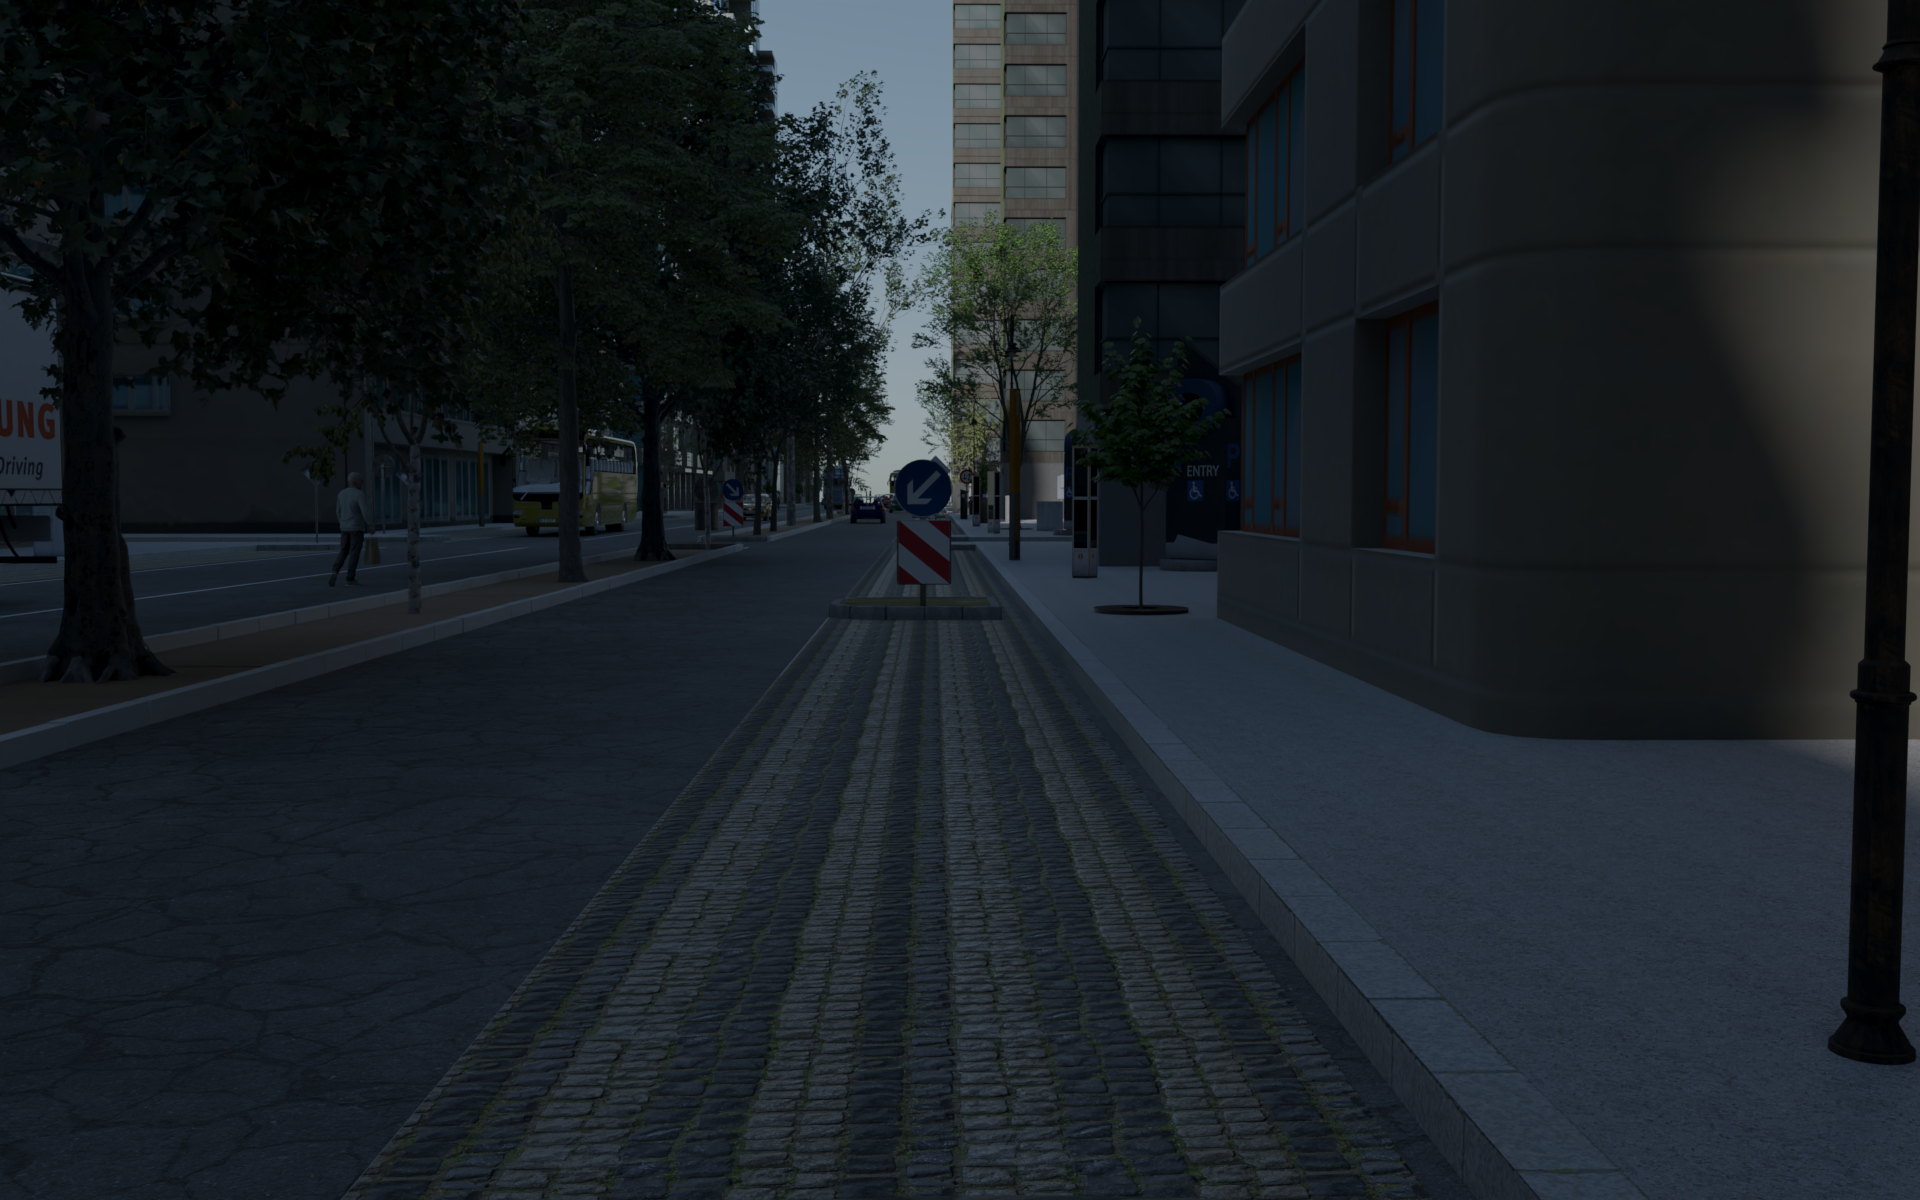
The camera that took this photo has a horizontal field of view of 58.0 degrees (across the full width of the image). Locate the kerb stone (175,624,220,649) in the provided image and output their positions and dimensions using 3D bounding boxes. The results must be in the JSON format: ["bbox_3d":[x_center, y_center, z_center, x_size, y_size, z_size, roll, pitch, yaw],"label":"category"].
[{"bbox_3d":[-7.286,0.361,16.371,0.120,0.150,1.000,0,4,-1],"label":"kerb stone"}]

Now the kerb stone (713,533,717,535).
[{"bbox_3d":[-7.915,-1.997,54.879,0.120,0.150,1.000,0,4,-1],"label":"kerb stone"}]

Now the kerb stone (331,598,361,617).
[{"bbox_3d":[-7.346,0.105,20.484,0.120,0.150,1.000,0,4,-1],"label":"kerb stone"}]

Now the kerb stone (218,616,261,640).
[{"bbox_3d":[-7.298,0.294,17.393,0.120,0.150,1.000,0,4,-1],"label":"kerb stone"}]

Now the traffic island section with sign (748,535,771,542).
[{"bbox_3d":[-6.833,-2.728,52.736,2.006,1.907,1.989,0,4,-1],"label":"traffic island section with sign"}]

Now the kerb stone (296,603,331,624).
[{"bbox_3d":[-7.332,0.168,19.456,0.120,0.150,1.000,0,4,-1],"label":"kerb stone"}]

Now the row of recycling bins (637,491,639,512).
[{"bbox_3d":[-24.085,-7.076,122.805,3.534,1.692,1.069,3,5,41],"label":"row of recycling bins"}]

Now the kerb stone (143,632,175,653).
[{"bbox_3d":[-7.265,0.419,15.348,0.120,0.150,1.000,0,4,-1],"label":"kerb stone"}]

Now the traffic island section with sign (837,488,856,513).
[{"bbox_3d":[-8.069,-7.323,127.865,2.006,1.907,1.989,0,4,-1],"label":"traffic island section with sign"}]

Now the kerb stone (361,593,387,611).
[{"bbox_3d":[-7.369,0.044,21.507,0.120,0.150,1.000,0,4,-1],"label":"kerb stone"}]

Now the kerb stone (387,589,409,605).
[{"bbox_3d":[-7.388,-0.015,22.533,0.120,0.150,1.000,0,4,-1],"label":"kerb stone"}]

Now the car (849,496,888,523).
[{"bbox_3d":[-4.539,-4.473,85.720,1.945,1.354,3.894,0,4,-2],"label":"car"}]

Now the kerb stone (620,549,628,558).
[{"bbox_3d":[-7.655,-1.019,38.907,0.120,0.150,1.000,0,4,-1],"label":"kerb stone"}]

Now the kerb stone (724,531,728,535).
[{"bbox_3d":[-7.964,-2.183,57.948,0.120,0.150,1.000,0,4,-1],"label":"kerb stone"}]

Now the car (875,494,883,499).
[{"bbox_3d":[-12.727,-15.935,272.539,2.014,1.417,4.499,0,4,-2],"label":"car"}]

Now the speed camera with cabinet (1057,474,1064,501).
[{"bbox_3d":[5.723,-5.422,82.987,2.038,3.252,0.660,1,4,16],"label":"speed camera with cabinet"}]

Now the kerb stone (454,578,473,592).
[{"bbox_3d":[-7.437,-0.202,25.603,0.120,0.150,1.000,0,4,-1],"label":"kerb stone"}]

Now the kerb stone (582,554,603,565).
[{"bbox_3d":[-7.604,-0.830,35.841,0.120,0.150,1.000,0,4,-1],"label":"kerb stone"}]

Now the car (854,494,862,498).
[{"bbox_3d":[-12.931,-12.705,216.525,1.959,1.807,4.718,0,4,-2],"label":"car"}]

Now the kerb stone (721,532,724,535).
[{"bbox_3d":[-7.948,-2.124,56.926,0.120,0.150,1.000,0,4,-1],"label":"kerb stone"}]

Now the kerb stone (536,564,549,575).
[{"bbox_3d":[-7.511,-0.519,30.716,0.120,0.150,1.000,0,4,-1],"label":"kerb stone"}]

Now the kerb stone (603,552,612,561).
[{"bbox_3d":[-7.618,-0.897,36.862,0.120,0.150,1.000,0,4,-1],"label":"kerb stone"}]

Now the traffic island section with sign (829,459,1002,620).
[{"bbox_3d":[-0.536,-0.725,20.484,1.989,1.847,2.006,0,4,-1],"label":"traffic island section with sign"}]

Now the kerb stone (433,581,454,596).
[{"bbox_3d":[-7.421,-0.144,24.578,0.120,0.150,1.000,0,4,-1],"label":"kerb stone"}]

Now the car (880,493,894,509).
[{"bbox_3d":[-5.841,-8.416,146.635,2.155,1.783,4.494,0,4,-2],"label":"car"}]

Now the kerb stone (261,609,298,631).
[{"bbox_3d":[-7.320,0.233,18.424,0.120,0.150,1.000,0,4,-1],"label":"kerb stone"}]

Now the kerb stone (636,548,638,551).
[{"bbox_3d":[-7.684,-1.147,40.957,0.120,0.150,1.000,0,4,-1],"label":"kerb stone"}]

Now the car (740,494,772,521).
[{"bbox_3d":[-11.150,-5.120,93.927,2.015,1.641,3.980,0,3,0],"label":"car"}]

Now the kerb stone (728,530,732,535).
[{"bbox_3d":[-7.978,-2.250,58.975,0.120,0.150,1.000,0,4,-1],"label":"kerb stone"}]

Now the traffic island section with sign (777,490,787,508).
[{"bbox_3d":[-18.902,-10.462,179.679,1.989,1.847,2.006,0,4,-1],"label":"traffic island section with sign"}]

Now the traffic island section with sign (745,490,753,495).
[{"bbox_3d":[-18.452,-8.745,151.610,1.989,1.847,2.006,0,4,-1],"label":"traffic island section with sign"}]

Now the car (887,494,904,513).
[{"bbox_3d":[-4.488,-7.364,132.194,2.131,1.459,4.920,0,4,-1],"label":"car"}]

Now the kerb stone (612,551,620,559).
[{"bbox_3d":[-7.633,-0.960,37.885,0.120,0.150,1.000,0,4,-1],"label":"kerb stone"}]

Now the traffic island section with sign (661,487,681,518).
[{"bbox_3d":[-17.655,-5.758,102.771,1.989,1.847,2.006,0,4,-1],"label":"traffic island section with sign"}]

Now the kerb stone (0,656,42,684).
[{"bbox_3d":[-7.235,0.546,13.304,0.120,0.150,1.000,0,4,-1],"label":"kerb stone"}]

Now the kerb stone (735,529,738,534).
[{"bbox_3d":[-8.018,-2.375,61.030,0.120,0.150,1.000,0,4,-1],"label":"kerb stone"}]

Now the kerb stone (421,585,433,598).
[{"bbox_3d":[-7.406,-0.083,23.555,0.120,0.150,1.000,0,4,-1],"label":"kerb stone"}]

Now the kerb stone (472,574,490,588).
[{"bbox_3d":[-7.449,-0.271,26.625,0.120,0.150,1.000,0,4,-1],"label":"kerb stone"}]

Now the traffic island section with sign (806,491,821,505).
[{"bbox_3d":[-19.810,-13.853,235.116,1.989,1.847,2.006,0,4,-1],"label":"traffic island section with sign"}]

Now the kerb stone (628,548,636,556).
[{"bbox_3d":[-7.669,-1.082,39.935,0.120,0.150,1.000,0,4,-1],"label":"kerb stone"}]

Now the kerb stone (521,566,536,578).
[{"bbox_3d":[-7.495,-0.456,29.693,0.120,0.150,1.000,0,4,-1],"label":"kerb stone"}]

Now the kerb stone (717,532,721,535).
[{"bbox_3d":[-7.928,-2.061,55.901,0.120,0.150,1.000,0,4,-1],"label":"kerb stone"}]

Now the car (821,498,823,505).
[{"bbox_3d":[-16.744,-12.763,221.262,1.945,1.354,3.894,0,4,1],"label":"car"}]

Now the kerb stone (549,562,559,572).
[{"bbox_3d":[-7.531,-0.584,31.738,0.120,0.150,1.000,0,4,-1],"label":"kerb stone"}]

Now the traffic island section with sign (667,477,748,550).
[{"bbox_3d":[-6.722,-2.275,45.330,2.006,1.907,1.989,0,4,-1],"label":"traffic island section with sign"}]

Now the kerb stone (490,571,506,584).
[{"bbox_3d":[-7.472,-0.330,27.647,0.120,0.150,1.000,0,4,-1],"label":"kerb stone"}]

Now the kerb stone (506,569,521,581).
[{"bbox_3d":[-7.490,-0.396,28.671,0.120,0.150,1.000,0,4,-1],"label":"kerb stone"}]

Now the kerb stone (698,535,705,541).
[{"bbox_3d":[-7.876,-1.874,52.836,0.120,0.150,1.000,0,4,-1],"label":"kerb stone"}]

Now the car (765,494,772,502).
[{"bbox_3d":[-14.357,-6.926,123.463,2.015,1.641,3.980,0,4,1],"label":"car"}]
